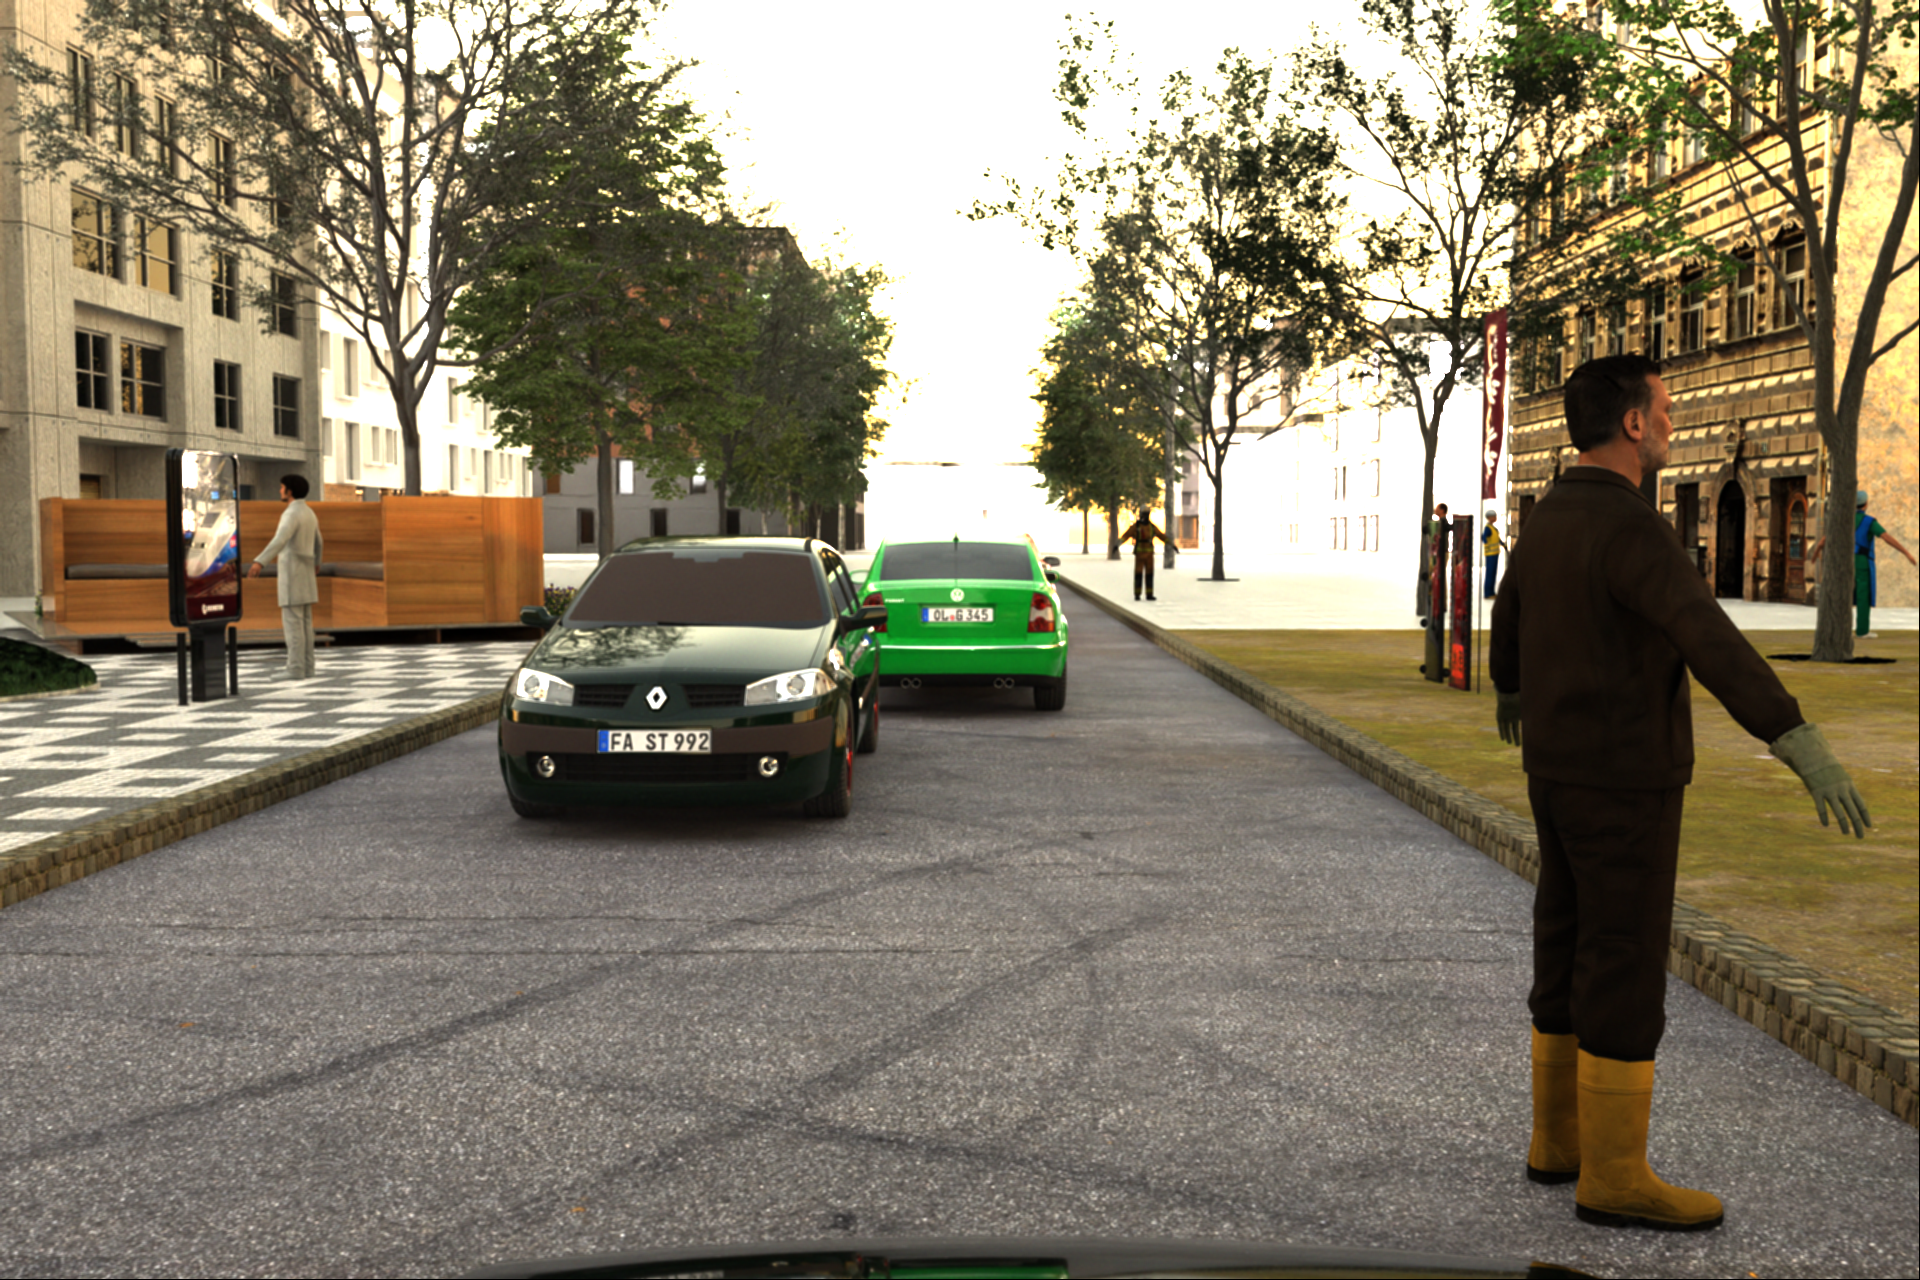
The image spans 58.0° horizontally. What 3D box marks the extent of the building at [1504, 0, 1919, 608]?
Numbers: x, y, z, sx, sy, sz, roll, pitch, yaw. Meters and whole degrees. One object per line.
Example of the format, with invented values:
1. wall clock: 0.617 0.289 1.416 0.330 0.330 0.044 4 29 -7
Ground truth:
1. building: 24.296 -12.682 38.287 19.493 23.208 18.063 0 4 1

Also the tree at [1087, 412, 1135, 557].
1. tree: 8.398 -9.028 97.973 4.360 8.622 3.978 0 3 0

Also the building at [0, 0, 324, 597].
1. building: -27.110 -10.297 34.809 16.747 18.905 31.486 0 4 0

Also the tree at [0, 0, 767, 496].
1. tree: -7.867 -6.986 24.592 12.009 13.543 11.850 0 3 0

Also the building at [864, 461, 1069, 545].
1. building: -1.901 -15.535 198.600 28.070 9.664 9.099 1 4 10

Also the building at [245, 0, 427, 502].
1. building: -25.604 -12.046 53.377 16.016 20.090 11.380 0 4 0

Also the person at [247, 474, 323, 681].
1. person: -5.896 -0.558 15.311 0.705 1.806 1.347 0 4 2

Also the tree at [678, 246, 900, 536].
1. tree: -7.435 -10.398 76.660 9.857 13.997 8.962 0 3 0

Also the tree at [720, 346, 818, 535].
1. tree: -7.498 -7.106 66.553 4.737 8.622 4.395 0 3 0

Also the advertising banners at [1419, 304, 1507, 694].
1. advertising banners: 4.147 -1.108 14.310 0.090 3.025 2.074 0 4 0

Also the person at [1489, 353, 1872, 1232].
1. person: 1.411 0.299 3.704 0.704 1.812 1.346 0 4 -8

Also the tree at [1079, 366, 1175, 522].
1. tree: 7.892 -7.614 74.844 4.360 8.622 3.978 0 3 0

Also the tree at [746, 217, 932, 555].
1. tree: -8.097 -15.314 106.270 12.611 20.169 13.585 0 3 0

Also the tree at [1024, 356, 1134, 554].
1. tree: 7.682 -11.726 109.850 7.486 12.596 7.792 0 3 0

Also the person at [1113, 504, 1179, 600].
1. person: 3.574 -1.698 33.523 1.354 1.858 0.705 -1 4 -14

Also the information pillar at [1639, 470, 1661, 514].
1. information pillar: 5.071 -0.525 13.079 0.304 2.012 0.304 0 4 -1

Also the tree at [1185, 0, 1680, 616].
1. tree: 7.068 -5.642 26.661 8.767 10.594 7.601 3 5 40

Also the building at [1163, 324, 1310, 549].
1. building: 24.529 -18.812 163.989 16.016 20.090 11.380 0 4 1

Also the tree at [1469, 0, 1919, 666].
1. tree: 8.741 -5.579 16.974 9.928 11.665 9.643 0 3 0

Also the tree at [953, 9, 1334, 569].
1. tree: 6.477 -12.738 64.149 12.611 20.169 13.585 0 3 0

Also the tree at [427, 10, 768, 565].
1. tree: -8.363 -7.371 38.650 7.486 12.596 7.792 0 3 0

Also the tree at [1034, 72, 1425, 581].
1. tree: 7.035 -8.367 47.178 12.009 13.543 11.850 0 3 0

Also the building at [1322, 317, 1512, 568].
1. building: 21.163 -7.648 67.187 9.099 9.664 28.070 0 4 1

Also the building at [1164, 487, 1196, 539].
1. building: 26.493 -19.806 180.251 16.016 20.090 11.380 0 4 0

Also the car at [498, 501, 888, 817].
1. car: -1.394 -0.013 9.995 2.009 1.686 4.222 0 4 0

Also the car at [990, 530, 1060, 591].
1. car: 0.354 -0.929 24.222 2.155 1.783 4.494 0 3 0

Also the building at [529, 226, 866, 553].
1. building: -22.011 -17.588 131.541 27.936 21.610 32.646 0 3 0

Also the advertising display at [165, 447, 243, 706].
1. advertising display: -5.802 -0.496 13.331 0.123 1.923 0.974 0 4 2

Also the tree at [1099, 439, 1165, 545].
1. tree: 19.421 -17.455 195.752 12.009 13.543 11.850 0 3 0

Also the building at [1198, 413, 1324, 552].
1. building: 24.768 -11.761 134.444 9.099 9.664 28.070 0 4 1

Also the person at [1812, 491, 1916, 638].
1. person: 11.116 -0.935 21.422 0.704 1.817 1.347 -2 4 -30

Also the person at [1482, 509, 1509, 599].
1. person: 10.529 -1.687 34.045 0.721 1.772 1.216 3 4 36

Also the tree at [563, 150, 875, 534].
1. tree: -7.628 -8.884 55.626 12.009 13.543 11.850 0 3 0

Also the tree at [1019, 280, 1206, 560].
1. tree: 7.631 -10.957 85.798 9.857 13.997 8.962 0 3 0

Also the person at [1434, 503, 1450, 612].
1. person: 7.897 -1.361 28.523 0.705 1.796 1.348 1 4 15

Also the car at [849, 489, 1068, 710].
1. car: -0.046 -0.406 15.431 1.959 1.807 4.718 0 4 -1

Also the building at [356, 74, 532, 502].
1. building: -26.299 -13.236 72.828 16.016 20.090 11.380 0 3 0

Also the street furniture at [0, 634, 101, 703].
1. street furniture: -9.567 0.318 10.432 5.734 0.657 10.072 0 4 2

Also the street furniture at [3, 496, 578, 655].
1. street furniture: -7.739 -1.007 23.326 9.812 1.723 11.010 -2 4 -32

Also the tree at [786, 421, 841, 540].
1. tree: -7.326 -8.421 88.041 4.737 8.622 4.395 0 3 0
